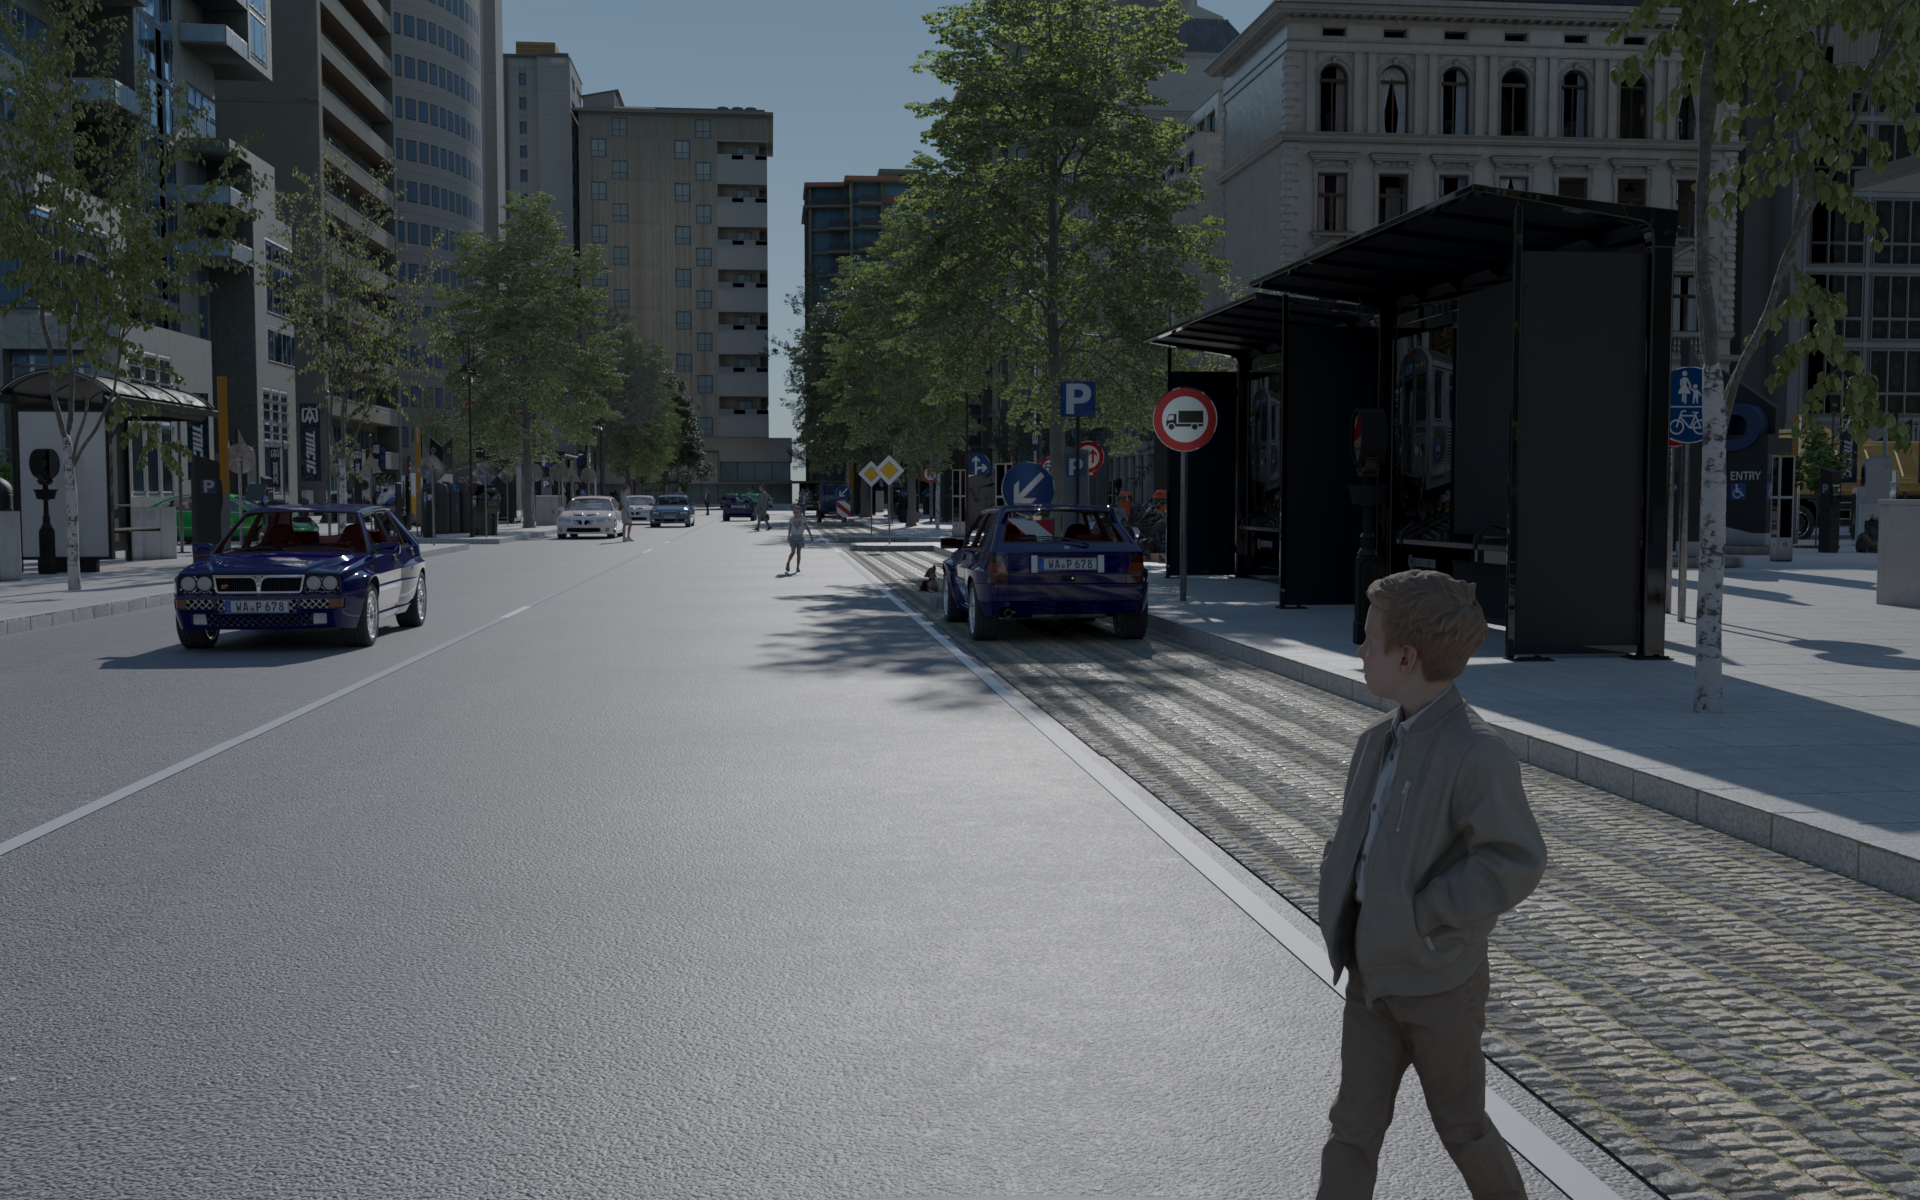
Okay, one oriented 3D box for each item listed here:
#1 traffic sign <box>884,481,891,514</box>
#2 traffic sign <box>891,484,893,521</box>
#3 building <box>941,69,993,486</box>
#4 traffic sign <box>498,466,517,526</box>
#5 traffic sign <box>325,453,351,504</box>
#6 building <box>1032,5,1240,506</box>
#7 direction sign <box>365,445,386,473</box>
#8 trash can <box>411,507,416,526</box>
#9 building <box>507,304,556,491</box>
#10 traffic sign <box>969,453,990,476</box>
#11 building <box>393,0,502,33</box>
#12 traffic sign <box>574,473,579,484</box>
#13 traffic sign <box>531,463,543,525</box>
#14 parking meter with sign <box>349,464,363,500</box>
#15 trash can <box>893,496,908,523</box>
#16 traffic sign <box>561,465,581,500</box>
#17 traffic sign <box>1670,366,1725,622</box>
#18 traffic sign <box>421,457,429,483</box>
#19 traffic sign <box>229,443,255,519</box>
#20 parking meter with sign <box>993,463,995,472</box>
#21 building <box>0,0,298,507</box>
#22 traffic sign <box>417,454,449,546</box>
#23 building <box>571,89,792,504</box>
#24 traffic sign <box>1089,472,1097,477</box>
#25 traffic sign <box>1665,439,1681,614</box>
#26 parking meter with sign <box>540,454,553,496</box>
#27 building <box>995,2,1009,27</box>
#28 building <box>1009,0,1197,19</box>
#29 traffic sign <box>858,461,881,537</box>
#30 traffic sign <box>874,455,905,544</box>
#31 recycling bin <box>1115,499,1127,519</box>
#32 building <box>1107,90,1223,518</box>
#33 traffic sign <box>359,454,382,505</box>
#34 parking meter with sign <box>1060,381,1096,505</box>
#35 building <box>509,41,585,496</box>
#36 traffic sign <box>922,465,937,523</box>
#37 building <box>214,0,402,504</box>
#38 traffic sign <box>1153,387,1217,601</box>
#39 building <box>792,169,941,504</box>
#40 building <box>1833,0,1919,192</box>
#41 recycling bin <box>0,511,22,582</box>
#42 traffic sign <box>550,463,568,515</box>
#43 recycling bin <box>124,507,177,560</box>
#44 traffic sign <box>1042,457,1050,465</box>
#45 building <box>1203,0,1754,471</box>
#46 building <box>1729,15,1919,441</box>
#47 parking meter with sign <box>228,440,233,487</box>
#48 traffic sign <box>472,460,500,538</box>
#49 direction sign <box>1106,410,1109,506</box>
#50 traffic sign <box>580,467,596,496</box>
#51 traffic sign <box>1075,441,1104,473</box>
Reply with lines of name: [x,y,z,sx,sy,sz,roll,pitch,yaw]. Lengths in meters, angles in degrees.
traffic sign: [-4.342,-6.576,107.628,0.768,2.556,0.104,0,4,3]
traffic sign: [-3.198,-4.996,81.783,0.768,2.556,0.104,0,4,1]
building: [10.804,-31.884,175.927,22.147,44.769,28.867,0,4,-6]
traffic sign: [-18.354,-4.223,70.235,0.795,2.450,0.064,0,4,-5]
traffic sign: [-18.660,-3.173,51.988,0.768,2.556,0.104,0,4,0]
building: [12.455,-20.602,114.335,11.434,29.767,29.804,0,4,-6]
direction sign: [-26.870,-5.364,79.704,0.876,3.537,0.379,-1,4,-20]
trash can: [-22.075,-3.571,70.047,0.748,1.137,0.748,0,3,0]
building: [-56.308,-19.928,170.869,28.899,21.520,27.650,0,4,-6]
traffic sign: [0.564,-3.315,54.309,0.768,2.556,0.104,0,4,3]
building: [-48.681,-36.345,136.237,21.231,58.520,28.212,0,4,-6]
traffic sign: [-19.894,-5.550,90.749,0.884,2.594,0.081,0,4,3]
traffic sign: [-17.734,-4.401,72.063,0.768,2.556,0.104,0,4,-6]
parking meter with sign: [-34.943,-6.384,100.634,0.543,3.016,1.738,-3,5,-42]
trash can: [-2.461,-4.030,77.546,0.748,1.137,0.748,0,3,0]
traffic sign: [-17.258,-4.704,76.908,0.884,2.594,0.081,0,4,0]
traffic sign: [7.252,-1.054,17.334,0.768,2.556,0.104,0,4,-1]
traffic sign: [-18.091,-3.595,58.892,0.768,2.556,0.104,0,4,-1]
traffic sign: [-18.052,-2.650,43.436,0.768,2.556,0.104,0,4,-1]
parking meter with sign: [2.736,-6.100,95.988,1.738,3.016,0.543,-1,4,-17]
building: [-43.178,-46.598,74.544,22.319,86.520,31.000,0,4,-6]
traffic sign: [-13.088,-2.410,43.043,0.795,2.450,0.064,0,4,-6]
building: [-36.843,-39.500,235.065,27.495,52.752,28.713,0,4,-6]
traffic sign: [3.847,-3.325,54.373,0.884,2.594,0.081,0,4,-5]
traffic sign: [7.605,-1.128,18.548,0.768,2.556,0.104,0,4,-5]
parking meter with sign: [-17.944,-4.818,75.039,0.543,3.016,1.738,-1,4,-10]
building: [16.135,-48.843,236.829,20.611,71.187,20.563,0,4,-6]
building: [10.670,-27.912,139.954,14.154,41.232,14.086,0,4,-6]
traffic sign: [-2.672,-2.969,52.185,0.795,2.450,0.064,0,4,-6]
traffic sign: [-1.808,-2.483,44.246,0.795,2.450,0.064,0,4,-6]
recycling bin: [8.331,-4.793,90.924,0.722,1.027,0.722,-1,4,-11]
building: [14.441,-14.450,91.003,10.420,20.320,16.860,0,4,-6]
traffic sign: [-18.949,-3.408,55.722,0.884,2.594,0.081,0,3,0]
parking meter with sign: [1.866,-1.920,27.645,0.543,3.016,1.738,0,4,3]
building: [-64.160,-41.985,228.458,28.212,58.520,21.231,0,4,-6]
traffic sign: [-1.306,-4.668,76.425,0.768,2.556,0.104,0,4,-1]
building: [-48.857,-29.714,109.525,21.300,48.544,21.600,0,4,-6]
traffic sign: [2.678,-1.260,20.699,0.768,2.556,0.104,0,4,2]
building: [-8.573,-35.559,236.009,28.867,44.769,22.147,0,4,-6]
building: [30.399,-26.263,18.647,28.713,52.752,27.495,0,4,-6]
recycling bin: [-14.374,-0.793,25.517,0.722,1.027,0.722,2,4,30]
traffic sign: [-16.414,-4.332,70.935,0.768,2.556,0.104,0,4,3]
recycling bin: [-16.011,-1.327,34.247,0.722,1.027,0.722,2,4,34]
traffic sign: [3.092,-3.604,59.029,0.768,2.556,0.104,0,4,3]
building: [21.314,-14.940,73.143,19.941,23.489,11.050,0,4,-6]
building: [46.221,-15.819,77.706,30.058,24.678,14.314,0,4,-6]
parking meter with sign: [-24.382,-3.642,55.800,1.738,3.016,0.543,-3,5,-44]
traffic sign: [-13.952,-2.895,50.982,0.795,2.450,0.064,0,4,-6]
direction sign: [3.786,-3.206,44.423,0.379,3.537,0.876,0,4,8]
traffic sign: [-17.739,-5.050,82.673,0.768,2.556,0.104,0,4,-4]
traffic sign: [3.063,-2.534,41.538,0.768,2.556,0.104,0,4,-3]
